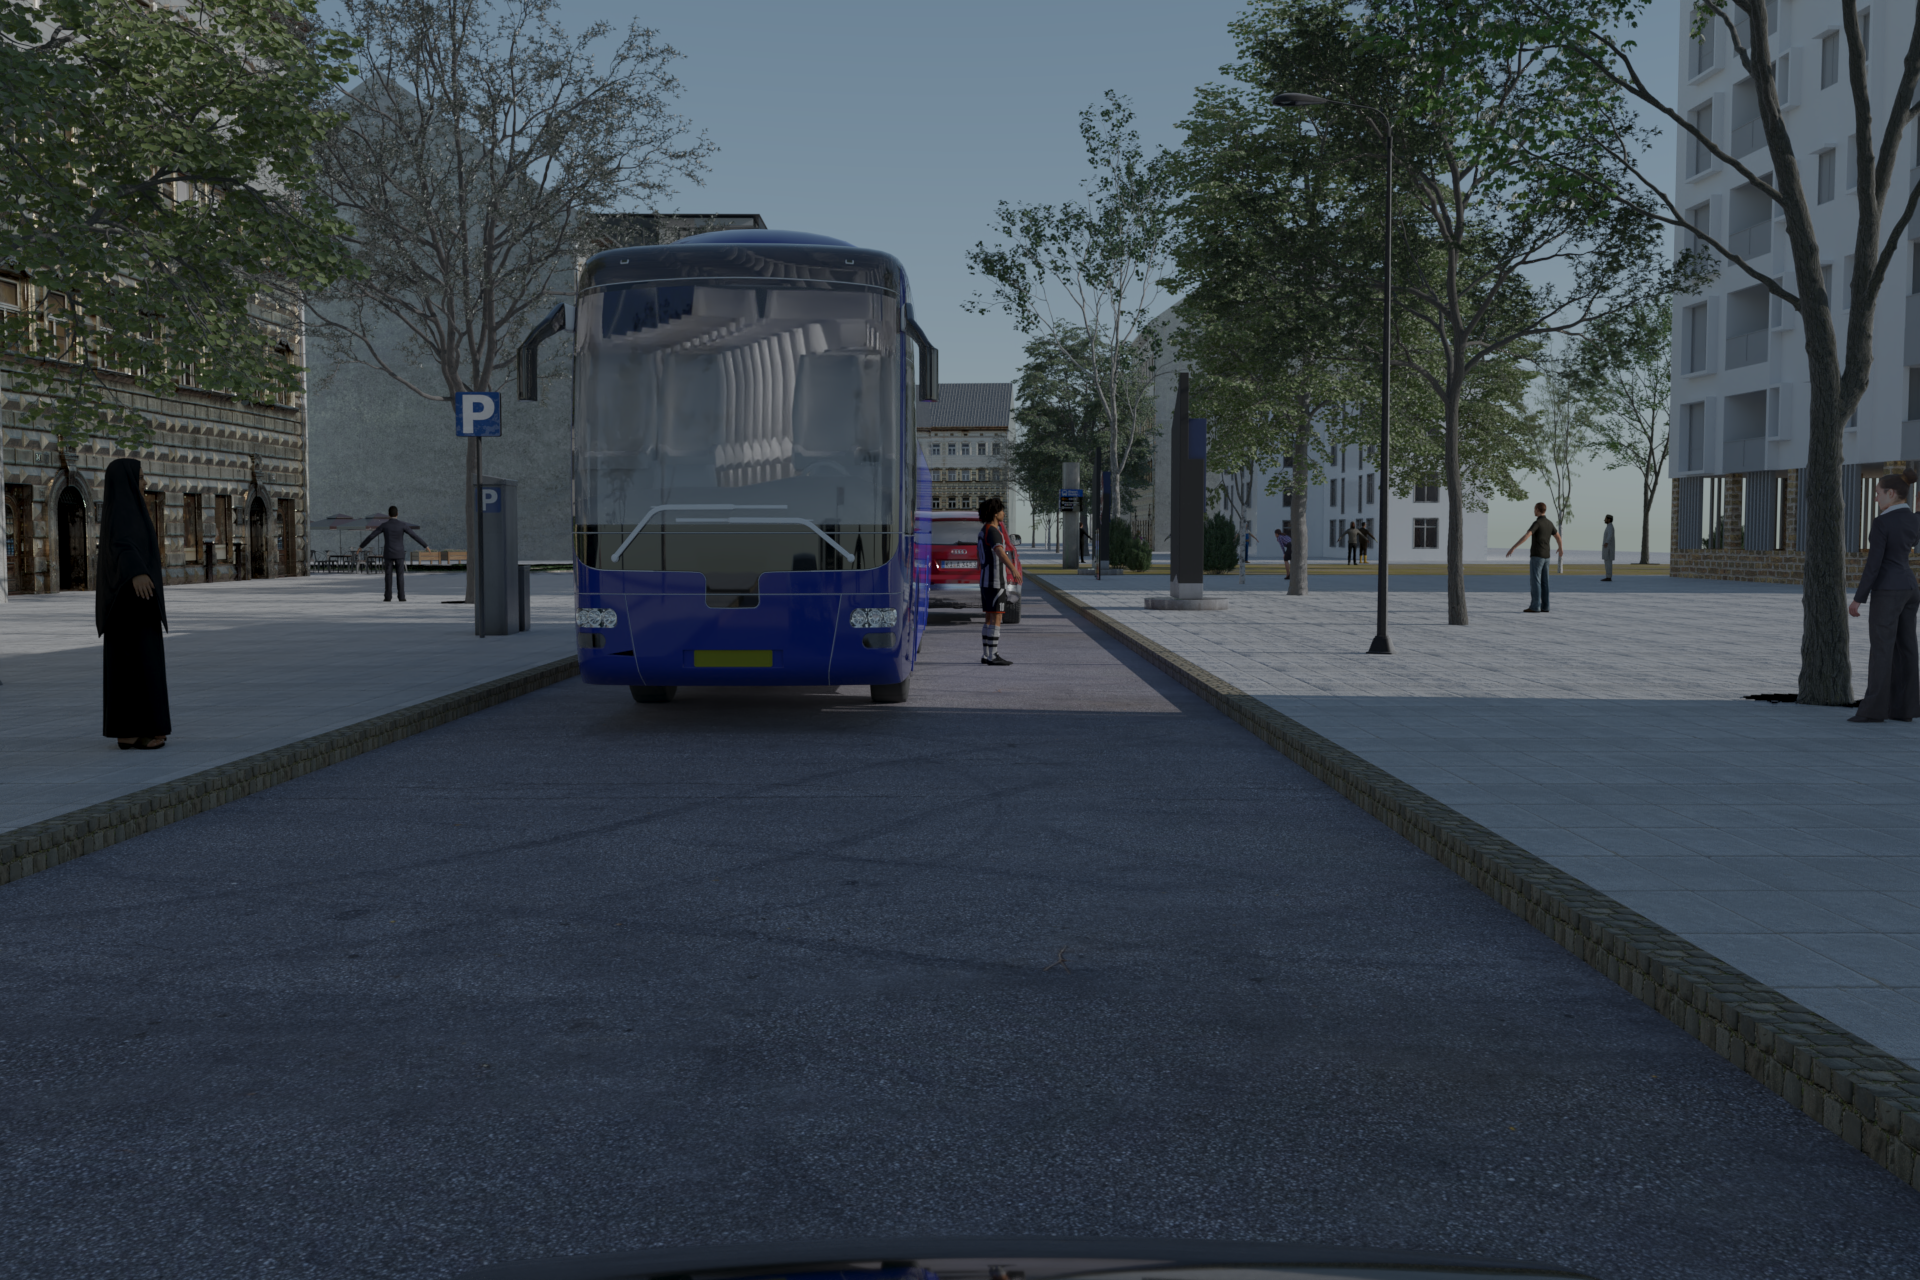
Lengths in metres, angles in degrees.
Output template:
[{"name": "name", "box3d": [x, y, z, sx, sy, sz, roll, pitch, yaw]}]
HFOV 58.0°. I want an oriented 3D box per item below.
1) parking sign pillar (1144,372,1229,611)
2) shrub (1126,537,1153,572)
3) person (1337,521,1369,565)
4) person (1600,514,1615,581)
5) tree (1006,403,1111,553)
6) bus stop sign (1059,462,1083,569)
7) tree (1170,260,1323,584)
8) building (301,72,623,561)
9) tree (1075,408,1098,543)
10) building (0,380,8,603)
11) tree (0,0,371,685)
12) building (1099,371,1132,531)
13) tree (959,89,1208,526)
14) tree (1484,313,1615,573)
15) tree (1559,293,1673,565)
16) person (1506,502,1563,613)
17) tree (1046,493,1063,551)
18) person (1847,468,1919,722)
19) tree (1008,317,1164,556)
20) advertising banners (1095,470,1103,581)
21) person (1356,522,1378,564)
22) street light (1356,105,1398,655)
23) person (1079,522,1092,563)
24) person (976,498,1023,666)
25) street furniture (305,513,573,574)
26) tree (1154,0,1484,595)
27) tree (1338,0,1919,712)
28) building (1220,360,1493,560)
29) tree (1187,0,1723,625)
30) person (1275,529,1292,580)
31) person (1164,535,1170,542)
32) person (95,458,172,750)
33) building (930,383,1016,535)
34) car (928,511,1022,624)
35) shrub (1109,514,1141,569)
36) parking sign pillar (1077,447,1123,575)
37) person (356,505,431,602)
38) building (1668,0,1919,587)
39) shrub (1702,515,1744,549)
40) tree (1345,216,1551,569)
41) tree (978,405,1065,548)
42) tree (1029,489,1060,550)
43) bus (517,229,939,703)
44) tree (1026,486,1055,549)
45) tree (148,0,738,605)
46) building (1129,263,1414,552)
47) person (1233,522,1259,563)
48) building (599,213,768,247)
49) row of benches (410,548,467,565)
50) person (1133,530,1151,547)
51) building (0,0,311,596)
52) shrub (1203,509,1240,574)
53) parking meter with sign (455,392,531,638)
[{"name": "parking sign pillar", "box3d": [3.879, -2.515, 29.596, 1.447, 3.967, 1.447, 0, 4, 0]}, {"name": "shrub", "box3d": [5.998, -2.863, 57.935, 1.383, 1.207, 1.383, 0, 3, 0]}, {"name": "person", "box3d": [16.167, -3.987, 71.321, 1.348, 1.813, 0.705, 0, 3, 0]}, {"name": "person", "box3d": [17.598, -2.507, 47.079, 0.704, 1.819, 1.344, 1, 4, 18]}, {"name": "tree", "box3d": [6.861, -11.183, 117.256, 8.767, 10.594, 7.601, 3, 5, 41]}, {"name": "bus stop sign", "box3d": [4.084, -4.571, 63.751, 0.837, 3.901, 0.837, 0, 3, 0]}, {"name": "tree", "box3d": [7.304, -5.765, 44.620, 4.737, 8.622, 4.395, 0, 3, 0]}, {"name": "building", "box3d": [-27.481, -15.952, 91.750, 19.493, 23.208, 18.063, 0, 4, 0]}, {"name": "tree", "box3d": [19.482, -24.013, 248.505, 12.611, 20.169, 13.585, 0, 3, 0]}, {"name": "building", "box3d": [-26.136, -9.151, 16.084, 16.747, 18.905, 31.486, 0, 4, 0]}, {"name": "tree", "box3d": [-8.718, -5.863, 13.980, 7.486, 12.596, 7.792, 0, 3, 0]}, {"name": "building", "box3d": [24.870, -21.717, 185.996, 19.493, 23.208, 18.063, 0, 3, 0]}, {"name": "tree", "box3d": [6.045, -13.513, 76.831, 12.611, 20.169, 13.585, 0, 3, 0]}, {"name": "tree", "box3d": [19.971, -6.506, 56.731, 4.360, 8.622, 3.978, 0, 3, 0]}, {"name": "tree", "box3d": [29.085, -8.990, 72.750, 9.928, 11.665, 9.643, 0, 3, 0]}, {"name": "person", "box3d": [9.455, -1.351, 28.310, 1.348, 1.803, 0.705, -2, 4, -33]}, {"name": "tree", "box3d": [6.920, -10.974, 129.793, 4.737, 8.622, 4.395, 0, 3, 0]}, {"name": "person", "box3d": [6.417, -0.313, 11.955, 0.445, 1.727, 0.742, 2, 4, 33]}, {"name": "tree", "box3d": [7.131, -11.841, 100.261, 9.857, 13.997, 8.962, 0, 3, 0]}, {"name": "advertising banners", "box3d": [3.871, -3.183, 48.223, 0.090, 3.025, 2.074, 0, 4, 0]}, {"name": "person", "box3d": [17.510, -4.218, 75.104, 0.704, 1.812, 1.346, -3, 4, -38]}, {"name": "street light", "box3d": [5.071, -2.805, 18.404, 1.470, 5.913, 1.316, 0, 4, 0]}, {"name": "person", "box3d": [5.356, -4.320, 76.825, 1.347, 1.806, 0.705, 3, 4, 39]}, {"name": "person", "box3d": [0.387, -0.632, 18.942, 0.704, 1.843, 1.345, -1, 4, -14]}, {"name": "street furniture", "box3d": [-22.302, -3.499, 62.244, 27.439, 1.986, 14.083, 1, 4, 9]}, {"name": "tree", "box3d": [7.442, -7.227, 36.284, 7.486, 12.596, 7.792, 0, 3, 0]}, {"name": "tree", "box3d": [6.622, -5.330, 12.897, 9.928, 11.665, 9.643, 0, 3, 0]}, {"name": "building", "box3d": [21.191, -9.512, 97.663, 9.099, 9.664, 28.070, 0, 3, 0]}, {"name": "tree", "box3d": [6.707, -5.493, 24.219, 7.601, 10.594, 8.767, 0, 4, 3]}, {"name": "person", "box3d": [9.166, -2.416, 48.770, 0.697, 1.427, 0.421, 3, 5, 40]}, {"name": "person", "box3d": [10.944, -4.971, 87.053, 1.354, 1.856, 0.705, -1, 4, -10]}, {"name": "person", "box3d": [-4.899, -0.222, 10.420, 0.721, 1.737, 1.214, -1, 4, -22]}, {"name": "building", "box3d": [-1.426, -25.519, 250.618, 18.063, 23.208, 19.493, 0, 4, 5]}, {"name": "car", "box3d": [-0.066, -1.256, 29.208, 2.281, 1.827, 5.304, 0, 4, -1]}, {"name": "shrub", "box3d": [5.791, -3.626, 63.712, 1.690, 2.028, 1.600, 0, 3, 0]}, {"name": "parking sign pillar", "box3d": [4.406, -4.022, 54.235, 1.447, 3.967, 1.447, 0, 4, -1]}, {"name": "person", "box3d": [-10.735, -1.639, 32.845, 1.345, 1.823, 0.704, -1, 4, -18]}, {"name": "building", "box3d": [26.091, -11.786, 49.114, 16.016, 20.090, 11.380, 0, 4, 0]}, {"name": "shrub", "box3d": [27.791, -3.593, 62.786, 1.661, 2.075, 1.752, 0, 3, 0]}, {"name": "tree", "box3d": [17.724, -8.843, 62.707, 7.486, 12.596, 7.792, 0, 3, 0]}, {"name": "tree", "box3d": [6.831, -15.236, 159.479, 12.009, 13.543, 11.850, 0, 3, 0]}, {"name": "tree", "box3d": [7.043, -11.547, 139.149, 4.360, 8.622, 3.978, 0, 3, 0]}, {"name": "bus", "box3d": [-1.622, -1.614, 17.943, 2.896, 3.916, 12.251, 0, 4, 0]}, {"name": "tree", "box3d": [7.254, -12.032, 147.088, 4.360, 8.622, 3.978, 0, 3, 0]}, {"name": "tree", "box3d": [-9.029, -7.423, 31.735, 12.009, 13.543, 11.850, 0, 3, 0]}, {"name": "building", "box3d": [23.246, -18.484, 133.143, 19.493, 23.208, 18.063, 0, 4, 0]}, {"name": "person", "box3d": [12.525, -4.295, 76.087, 1.347, 1.847, 0.705, -2, 4, -27]}, {"name": "building", "box3d": [-23.551, -17.306, 126.925, 27.936, 21.610, 32.646, 0, 4, -1]}, {"name": "row of benches", "box3d": [-21.432, -3.555, 73.588, 1.422, 0.672, 4.104, 3, 4, 37]}, {"name": "person", "box3d": [6.943, -3.544, 67.217, 0.991, 1.433, 0.599, 2, 4, 30]}, {"name": "building", "box3d": [-28.794, -12.943, 42.542, 19.493, 23.208, 18.063, 0, 4, -1]}, {"name": "shrub", "box3d": [8.206, -3.135, 55.291, 1.661, 2.075, 1.752, 0, 3, 0]}, {"name": "parking meter with sign", "box3d": [-5.911, -1.583, 22.135, 0.543, 3.016, 1.738, 0, 4, -1]}]
